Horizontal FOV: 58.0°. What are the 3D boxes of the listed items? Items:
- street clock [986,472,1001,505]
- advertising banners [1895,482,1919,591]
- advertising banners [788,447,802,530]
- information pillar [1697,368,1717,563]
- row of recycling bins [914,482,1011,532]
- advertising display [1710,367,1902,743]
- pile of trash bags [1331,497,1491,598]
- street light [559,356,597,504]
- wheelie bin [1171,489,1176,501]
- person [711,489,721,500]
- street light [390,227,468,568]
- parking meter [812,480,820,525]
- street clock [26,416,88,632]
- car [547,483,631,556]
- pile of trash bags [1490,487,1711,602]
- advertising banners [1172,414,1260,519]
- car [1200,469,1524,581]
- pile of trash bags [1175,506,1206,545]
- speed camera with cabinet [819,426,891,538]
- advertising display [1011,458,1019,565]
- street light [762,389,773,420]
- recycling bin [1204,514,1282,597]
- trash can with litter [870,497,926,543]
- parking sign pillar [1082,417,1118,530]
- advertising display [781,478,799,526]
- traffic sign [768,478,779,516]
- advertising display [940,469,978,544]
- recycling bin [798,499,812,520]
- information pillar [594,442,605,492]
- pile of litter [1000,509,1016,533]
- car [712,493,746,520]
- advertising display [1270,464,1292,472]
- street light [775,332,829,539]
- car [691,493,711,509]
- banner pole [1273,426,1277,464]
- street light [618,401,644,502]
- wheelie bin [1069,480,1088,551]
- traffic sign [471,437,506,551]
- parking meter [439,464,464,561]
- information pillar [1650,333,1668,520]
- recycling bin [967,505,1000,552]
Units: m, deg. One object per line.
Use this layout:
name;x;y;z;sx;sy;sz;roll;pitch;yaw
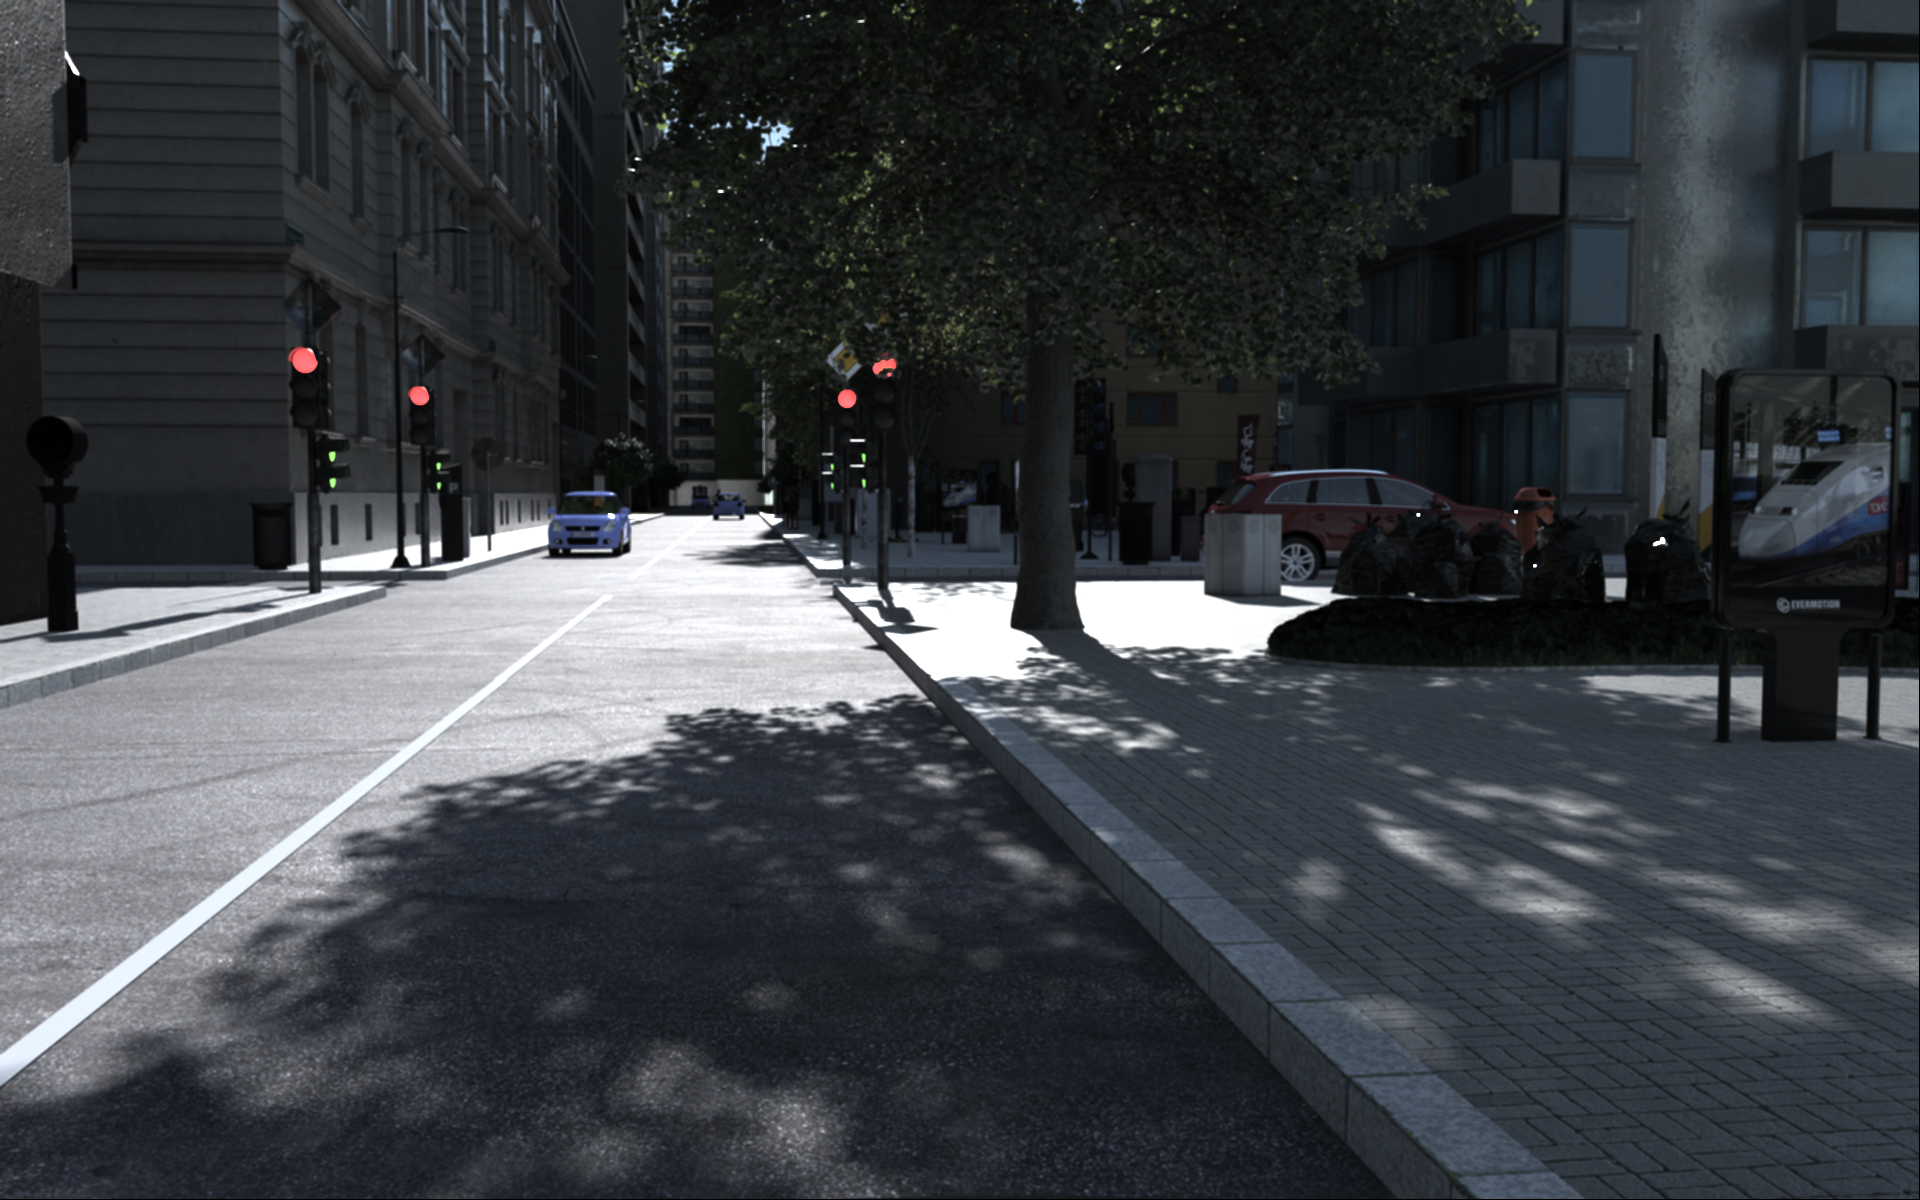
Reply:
street clock;1.069;-3.131;55.764;0.471;2.002;0.358;0;4;-1
advertising banners;12.668;-1.659;23.320;0.090;3.025;2.074;0;4;2
advertising banners;-5.942;-4.056;62.500;0.090;3.025;2.074;-1;4;-18
information pillar;14.048;-2.509;32.373;0.504;3.616;0.183;0;4;-4
row of recycling bins;-0.017;-3.168;58.904;3.534;1.692;1.069;-1;4;-13
advertising display;4.375;-0.230;8.978;0.974;1.923;0.123;-1;4;-9
pile of trash bags;6.604;-0.789;22.653;3.447;1.369;1.912;-2;4;-35
street light;-12.898;-5.248;58.342;1.470;5.913;1.316;0;4;-7
wheelie bin;7.024;-3.161;59.587;0.693;1.594;0.980;-1;4;-17
person;-20.944;-8.697;150.321;1.348;1.869;0.705;1;4;20
street light;-9.252;-3.528;30.220;1.470;5.913;1.316;0;4;-7
parking meter;-5.909;-3.998;71.071;0.255;1.863;0.399;1;4;9
street clock;-8.419;-0.711;16.199;0.471;2.002;0.358;0;4;5
car;-8.817;-1.941;41.326;1.945;1.707;3.694;0;4;-6
pile of trash bags;7.376;-0.478;17.575;3.447;1.369;1.912;2;4;28
advertising banners;5.710;-2.599;38.676;2.074;3.025;0.090;2;4;32
car;6.507;-1.154;27.542;5.304;1.827;2.281;0;4;-6
pile of trash bags;6.400;-2.148;44.867;1.912;1.369;3.447;2;4;31
speed camera with cabinet;-3.081;-3.441;50.604;2.038;3.252;0.660;-1;4;-11
advertising display;1.391;-1.611;31.547;0.974;1.923;0.123;-2;4;-25
street light;-8.044;-6.389;77.005;1.470;5.913;1.316;0;4;-7
recycling bin;3.601;-0.581;22.061;0.722;1.027;0.722;-3;4;-37
trash can with litter;-1.567;-2.176;46.635;1.678;1.210;2.233;0;4;1
parking sign pillar;5.032;-4.476;61.662;1.447;3.967;1.447;-2;4;-29
advertising display;-6.903;-3.986;70.377;0.123;1.923;0.974;2;4;34
traffic sign;-10.769;-6.153;100.705;0.768;2.556;0.104;0;4;-5
advertising display;-0.018;-2.414;44.689;0.974;1.923;0.123;0;4;4
recycling bin;-7.691;-4.471;85.663;0.722;1.027;0.722;-1;4;-9
information pillar;-16.040;-5.245;77.106;0.504;3.616;0.183;0;4;0
pile of litter;1.930;-2.629;56.956;1.719;0.858;1.176;-1;4;-10
car;-13.107;-5.422;98.236;1.945;1.707;3.694;0;4;-6
advertising display;6.887;-1.958;37.233;0.123;1.923;0.974;2;4;32
street light;-4.446;-4.673;48.951;1.470;5.913;1.316;0;4;-7
car;-25.614;-9.892;171.331;1.945;1.707;3.694;0;4;-7
banner pole;11.529;-4.479;63.242;0.401;3.779;0.863;2;4;24
street light;-16.492;-6.978;86.629;1.470;5.913;1.316;0;4;-7
wheelie bin;2.374;-1.896;38.910;0.980;1.594;0.693;-1;4;-11
traffic sign;-10.571;-2.369;38.843;0.768;2.556;0.104;0;4;-1
parking meter;-9.756;-1.681;33.200;0.399;1.863;0.255;-2;4;-33
information pillar;10.292;-2.090;25.531;0.183;3.616;0.504;3;4;37
recycling bin;0.525;-1.593;38.598;0.722;1.027;0.722;0;4;0
